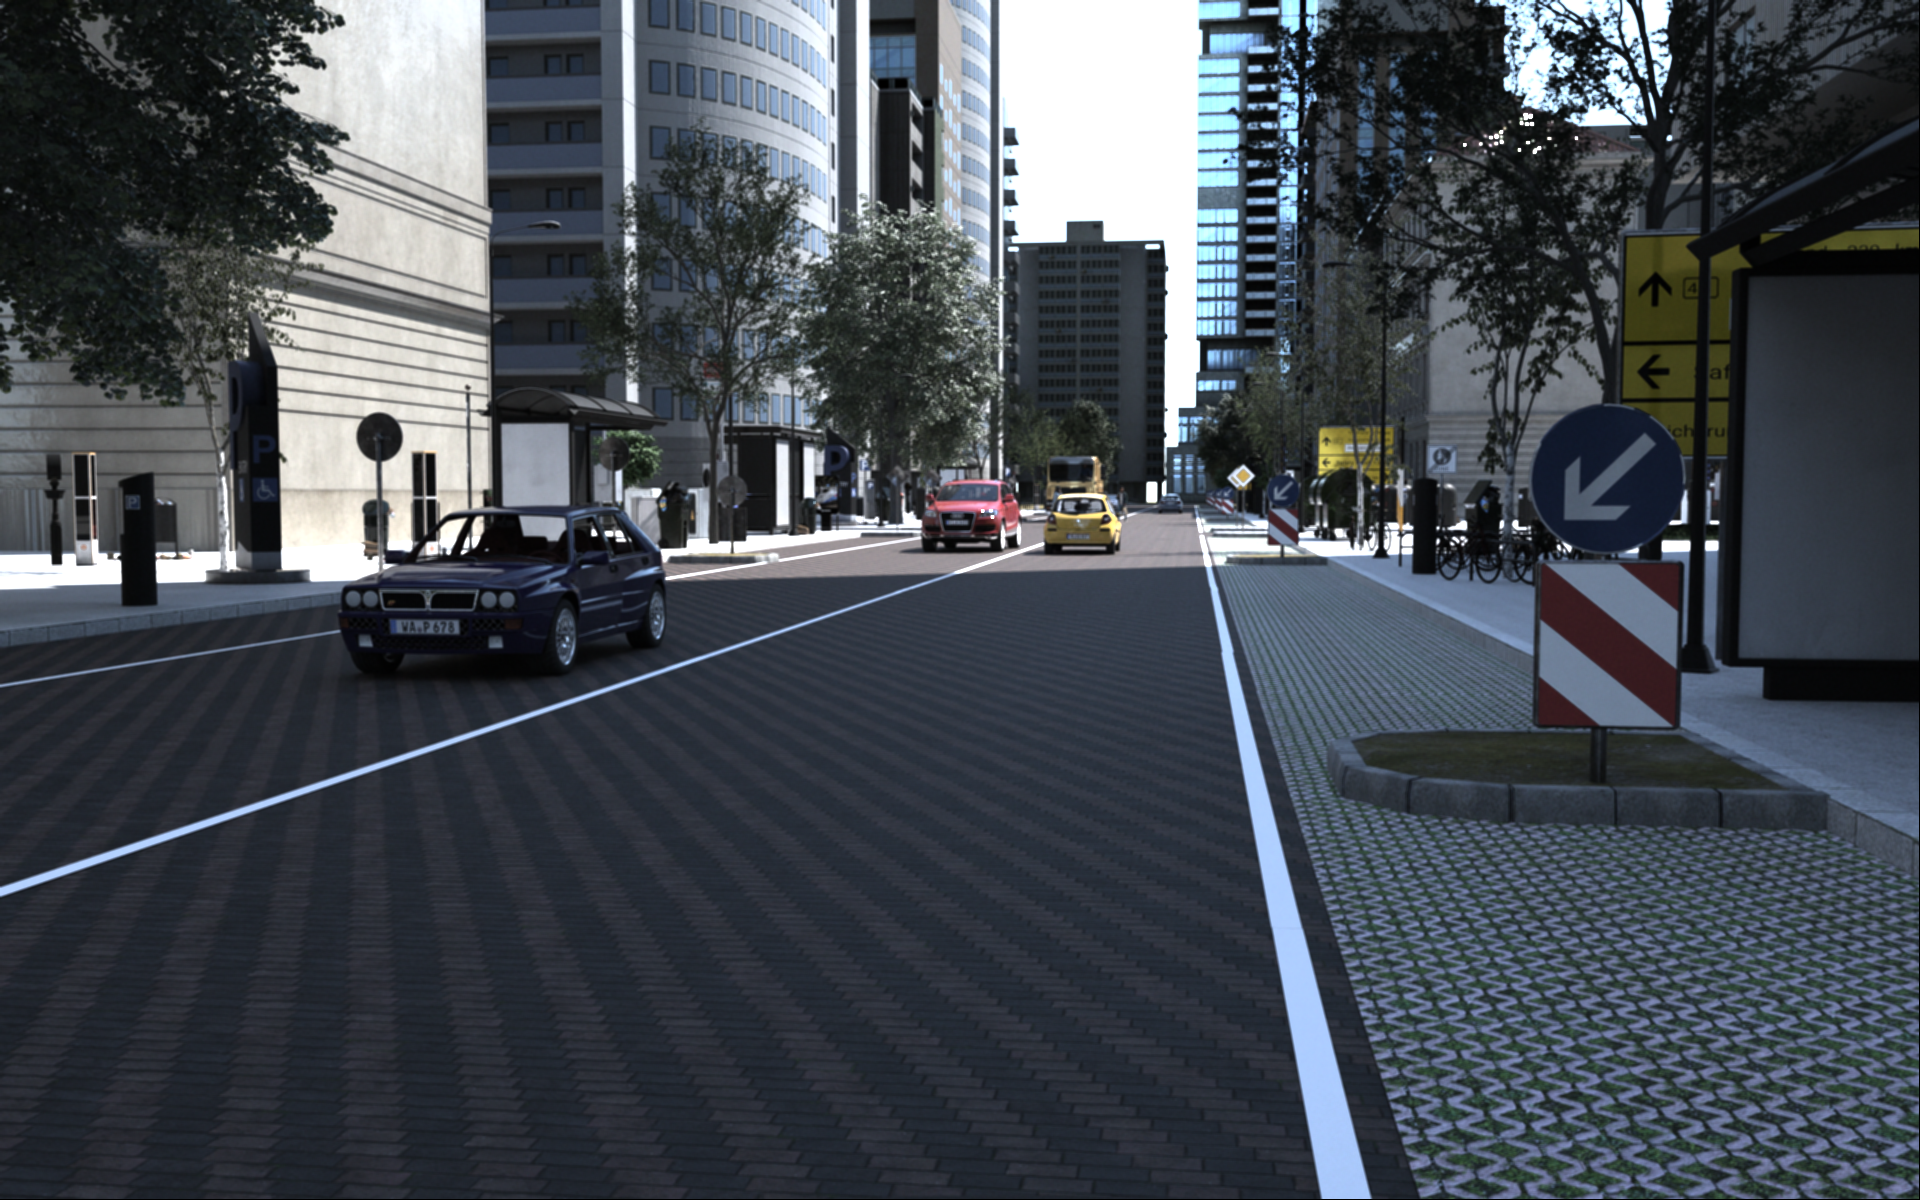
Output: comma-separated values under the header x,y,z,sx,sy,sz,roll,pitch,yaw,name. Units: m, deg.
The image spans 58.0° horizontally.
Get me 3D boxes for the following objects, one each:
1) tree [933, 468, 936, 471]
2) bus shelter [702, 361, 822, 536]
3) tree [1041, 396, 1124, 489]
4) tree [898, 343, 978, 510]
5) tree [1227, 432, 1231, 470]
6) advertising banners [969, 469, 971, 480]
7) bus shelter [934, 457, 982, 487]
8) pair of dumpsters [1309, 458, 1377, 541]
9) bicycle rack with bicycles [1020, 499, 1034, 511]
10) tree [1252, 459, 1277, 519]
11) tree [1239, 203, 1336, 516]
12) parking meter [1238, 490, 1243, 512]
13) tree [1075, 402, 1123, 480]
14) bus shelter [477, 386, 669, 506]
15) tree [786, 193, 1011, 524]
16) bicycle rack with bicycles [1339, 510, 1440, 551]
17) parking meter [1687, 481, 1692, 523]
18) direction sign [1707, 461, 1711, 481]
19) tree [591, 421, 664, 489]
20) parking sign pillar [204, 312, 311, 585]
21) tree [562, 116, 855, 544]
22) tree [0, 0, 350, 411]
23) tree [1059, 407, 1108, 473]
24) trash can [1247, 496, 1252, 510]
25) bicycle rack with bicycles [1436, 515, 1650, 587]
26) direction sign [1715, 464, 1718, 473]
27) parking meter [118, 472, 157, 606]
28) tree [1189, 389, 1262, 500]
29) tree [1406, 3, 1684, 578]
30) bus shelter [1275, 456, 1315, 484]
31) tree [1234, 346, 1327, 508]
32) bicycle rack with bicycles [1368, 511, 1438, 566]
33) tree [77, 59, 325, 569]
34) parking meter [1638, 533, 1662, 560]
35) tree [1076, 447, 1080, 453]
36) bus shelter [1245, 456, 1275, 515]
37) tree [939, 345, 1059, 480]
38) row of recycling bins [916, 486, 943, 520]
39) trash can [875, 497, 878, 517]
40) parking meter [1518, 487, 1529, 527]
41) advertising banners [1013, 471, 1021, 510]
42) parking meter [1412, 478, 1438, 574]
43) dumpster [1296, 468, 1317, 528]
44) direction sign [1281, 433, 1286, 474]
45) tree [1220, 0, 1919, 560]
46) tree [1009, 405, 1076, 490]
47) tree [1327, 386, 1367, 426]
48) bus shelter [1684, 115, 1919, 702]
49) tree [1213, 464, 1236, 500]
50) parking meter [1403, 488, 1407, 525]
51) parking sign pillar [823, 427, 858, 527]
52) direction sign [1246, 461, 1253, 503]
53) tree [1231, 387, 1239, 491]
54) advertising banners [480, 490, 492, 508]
x,y,z,sx,sy,sz,roll,pitch,yaw,name
-1.595,-7.291,113.816,1.663,3.219,1.824,0,3,0,tree
-6.338,-4.714,54.714,2.179,5.291,8.768,0,4,8,bus shelter
14.464,-17.428,201.955,9.611,12.733,9.660,0,3,0,tree
-1.379,-8.100,82.801,4.737,8.622,4.395,0,3,0,tree
18.076,-9.242,101.462,4.360,8.622,3.978,0,3,0,tree
0.576,-7.812,123.911,0.090,3.025,2.074,-1,4,-9,advertising banners
-0.138,-6.209,95.442,2.014,3.302,5.546,0,4,8,bus shelter
10.861,-2.860,49.247,1.574,2.255,4.437,0,4,8,pair of dumpsters
4.235,-7.100,129.472,2.852,0.926,2.925,1,4,23,bicycle rack with bicycles
16.299,-5.875,90.659,1.663,3.219,1.824,0,3,0,tree
9.959,-5.686,43.322,4.360,8.622,3.978,0,3,0,tree
19.614,-6.890,121.067,0.372,1.533,0.369,0,3,0,parking meter
16.506,-18.066,213.507,7.486,12.596,7.792,0,3,0,tree
-7.742,-2.533,35.333,2.014,3.302,5.546,0,4,8,bus shelter
-2.675,-10.278,74.703,9.857,13.997,8.962,0,3,0,tree
9.938,-1.599,39.520,2.852,0.926,2.925,1,4,16,bicycle rack with bicycles
27.872,-3.678,65.841,0.399,1.863,0.255,0,4,8,parking meter
43.983,-6.757,102.477,0.379,3.537,0.876,-3,4,-36,direction sign
-14.518,-5.584,75.012,4.285,4.588,4.351,0,3,0,tree
-10.237,-2.244,25.154,1.447,3.967,1.447,-2,4,-32,parking sign pillar
-6.479,-6.691,43.806,8.767,10.594,7.601,2,4,23,tree
-10.492,-6.778,17.470,9.857,13.997,8.962,0,3,0,tree
12.447,-15.370,185.711,7.601,10.594,8.767,2,4,30,tree
22.840,-7.595,135.826,0.748,1.137,0.748,0,3,0,trash can
8.541,-0.701,24.839,2.852,0.926,2.925,-1,4,-11,bicycle rack with bicycles
57.639,-8.548,131.762,0.379,3.537,0.876,0,4,-4,direction sign
-9.475,-0.706,19.960,0.372,1.533,0.369,0,3,0,parking meter
32.820,-18.623,211.146,9.857,13.997,8.962,0,3,0,tree
8.611,-4.646,26.324,4.360,8.622,3.978,0,3,0,tree
18.403,-6.221,95.630,2.014,3.302,5.546,0,4,8,bus shelter
15.458,-8.275,85.654,4.737,8.622,4.395,0,3,0,tree
8.905,-1.000,29.736,2.925,0.926,2.852,0,4,-2,bicycle rack with bicycles
-12.674,-4.824,29.229,4.360,8.622,3.978,0,3,0,tree
13.143,-1.664,32.914,0.399,1.863,0.255,-1,4,-15,parking meter
8.942,-12.921,161.620,4.737,8.622,4.395,0,3,0,tree
19.191,-7.302,110.673,1.731,3.624,6.357,0,4,7,bus shelter
1.432,-10.463,105.490,8.767,10.594,7.601,0,4,2,tree
-1.169,-4.877,86.854,1.069,1.692,3.534,2,4,24,row of recycling bins
-4.527,-5.203,96.725,0.748,1.137,0.748,0,3,0,trash can
21.713,-3.569,66.770,0.372,1.533,0.369,0,3,0,parking meter
4.384,-8.401,133.546,0.090,3.025,2.074,-1,4,-14,advertising banners
7.477,-1.189,27.854,0.372,1.533,0.369,0,3,0,parking meter
13.715,-3.921,66.609,1.502,2.255,1.985,0,4,8,dumpster
12.153,-4.473,65.127,0.379,3.537,0.876,0,4,1,direction sign
7.077,-5.161,18.793,8.767,10.594,7.601,0,4,-6,tree
5.995,-11.683,141.386,4.737,8.622,4.395,0,3,0,tree
24.370,-9.948,113.013,4.737,8.622,4.395,0,3,0,tree
5.244,-0.872,8.186,2.014,3.302,5.546,0,4,7,bus shelter
29.099,-12.523,188.465,4.285,4.588,4.351,0,3,0,tree
18.578,-3.933,72.708,0.372,1.533,0.369,0,3,0,parking meter
-4.772,-4.915,68.831,1.447,3.967,1.447,2,4,29,parking sign pillar
19.999,-7.815,119.774,0.379,3.537,0.876,3,5,40,direction sign
15.169,-7.989,80.990,4.360,8.622,3.978,0,3,0,tree
-12.686,-3.270,49.653,2.074,3.025,0.090,-1,4,-17,advertising banners
